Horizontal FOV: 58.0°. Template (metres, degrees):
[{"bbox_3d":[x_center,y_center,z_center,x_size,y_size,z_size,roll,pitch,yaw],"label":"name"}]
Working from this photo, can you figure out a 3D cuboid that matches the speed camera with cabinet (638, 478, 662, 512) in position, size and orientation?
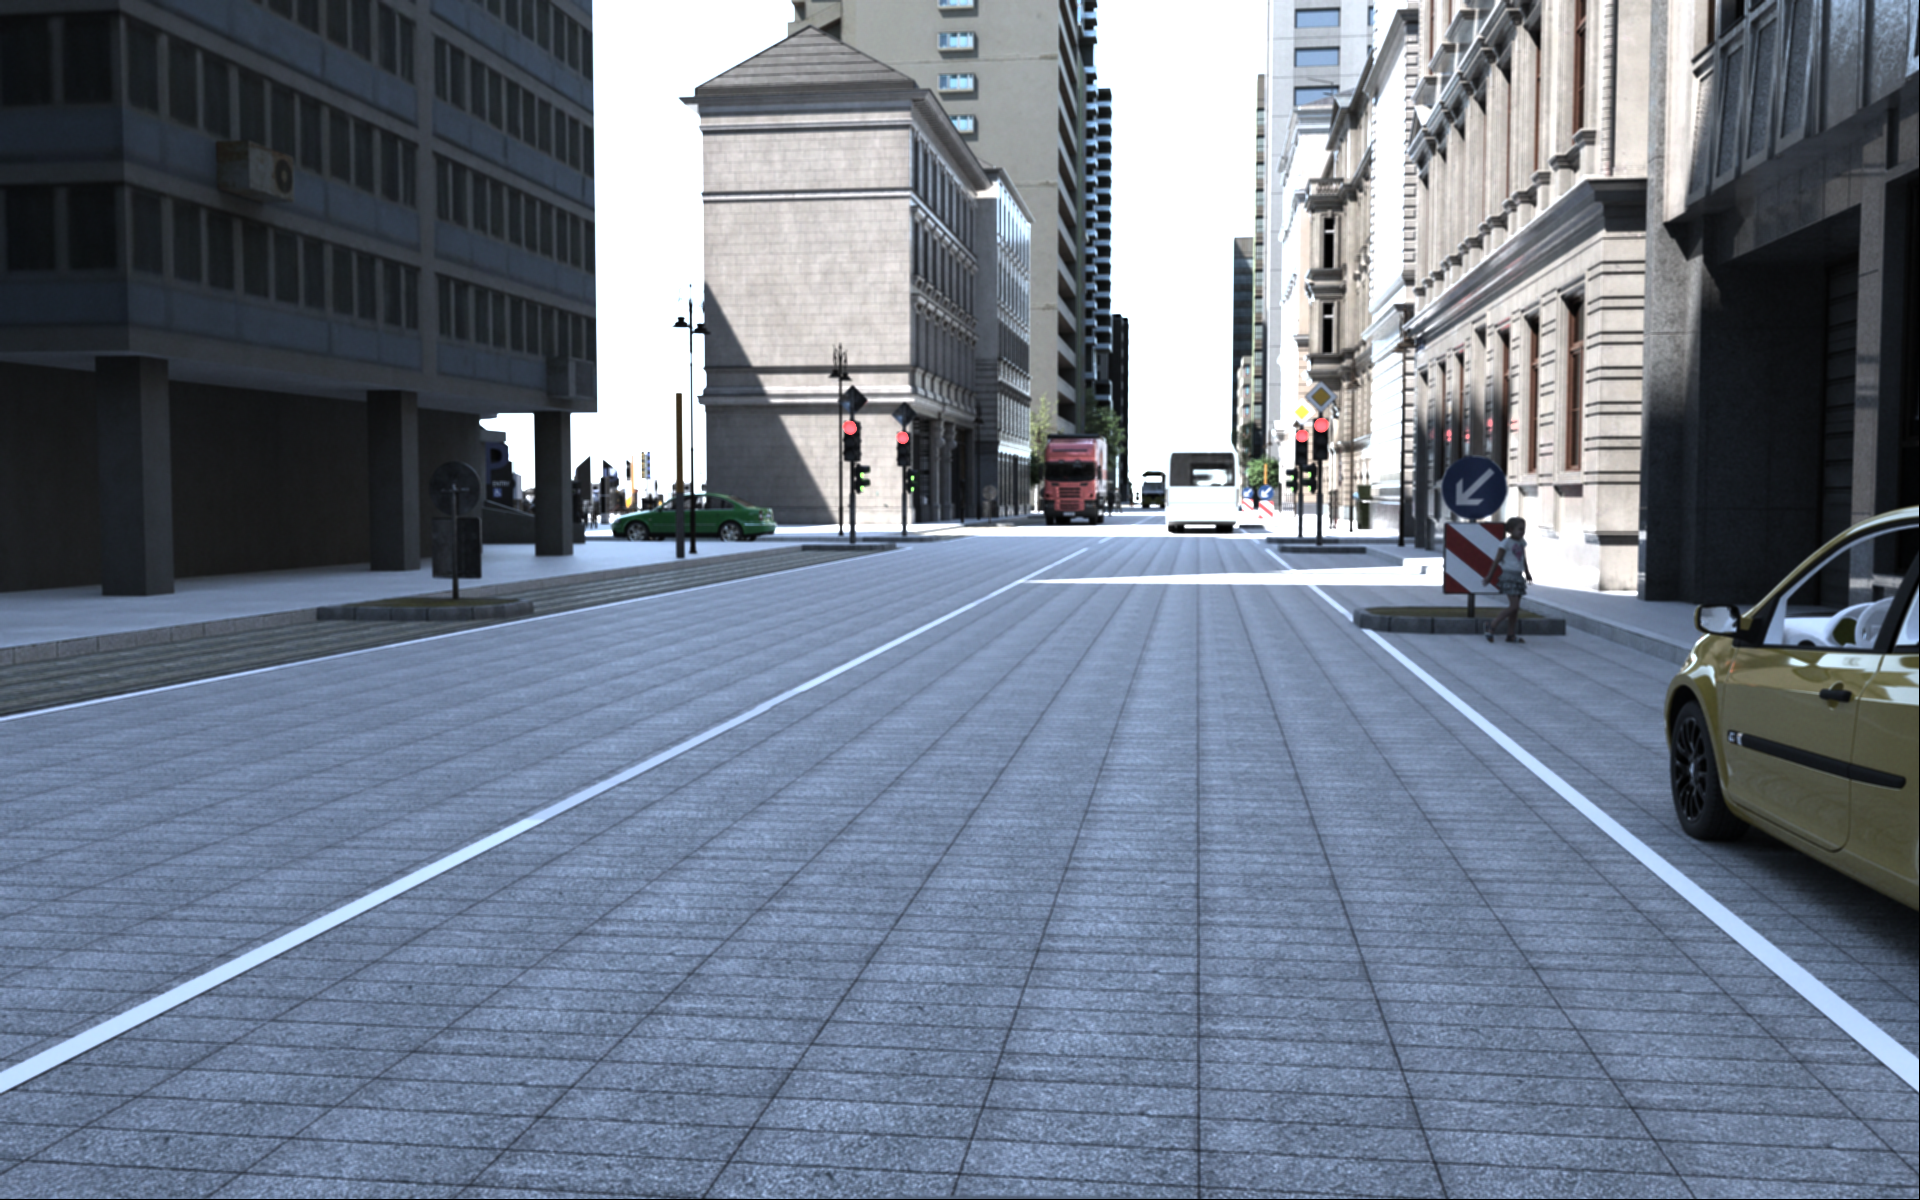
[{"bbox_3d":[-17.301,-6.226,96.131,0.660,3.252,2.038,0,4,7],"label":"speed camera with cabinet"}]

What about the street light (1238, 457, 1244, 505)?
[{"bbox_3d":[32.580,-13.921,200.390,0.468,5.910,1.993,0,4,8],"label":"street light"}]

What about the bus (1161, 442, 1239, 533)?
[{"bbox_3d":[9.332,-4.454,67.680,2.948,3.499,13.247,0,4,7],"label":"bus"}]

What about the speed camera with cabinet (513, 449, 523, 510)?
[{"bbox_3d":[-20.404,-5.029,76.564,2.038,3.252,0.660,1,4,13],"label":"speed camera with cabinet"}]

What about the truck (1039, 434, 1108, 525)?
[{"bbox_3d":[5.589,-5.765,83.177,2.839,4.237,11.283,0,4,7],"label":"truck"}]

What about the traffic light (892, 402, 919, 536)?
[{"bbox_3d":[-1.673,-3.895,52.601,0.839,4.253,0.868,0,4,8],"label":"traffic light"}]

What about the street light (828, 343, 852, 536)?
[{"bbox_3d":[-3.660,-4.913,53.119,0.468,5.910,1.993,0,4,8],"label":"street light"}]

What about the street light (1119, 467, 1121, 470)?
[{"bbox_3d":[22.643,-16.658,245.150,0.468,5.910,1.993,0,4,8],"label":"street light"}]

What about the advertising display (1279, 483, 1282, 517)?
[{"bbox_3d":[18.002,-5.634,97.333,0.123,1.923,0.974,1,4,12],"label":"advertising display"}]

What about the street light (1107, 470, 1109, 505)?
[{"bbox_3d":[18.152,-14.631,212.011,0.468,5.910,1.993,0,4,8],"label":"street light"}]

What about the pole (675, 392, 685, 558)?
[{"bbox_3d":[-5.630,-2.503,34.771,0.158,3.312,0.155,0,3,0],"label":"pole"}]

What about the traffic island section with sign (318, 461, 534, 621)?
[{"bbox_3d":[-6.146,-0.717,20.357,1.989,1.847,2.006,0,4,8],"label":"traffic island section with sign"}]

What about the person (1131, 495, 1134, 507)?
[{"bbox_3d":[19.963,-11.649,199.749,0.721,1.735,1.217,0,4,-4],"label":"person"}]

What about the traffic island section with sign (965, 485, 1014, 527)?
[{"bbox_3d":[1.302,-4.042,74.719,1.989,1.847,2.006,0,4,8],"label":"traffic island section with sign"}]

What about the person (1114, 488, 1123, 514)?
[{"bbox_3d":[11.392,-7.154,124.837,0.648,1.900,0.474,2,4,27],"label":"person"}]

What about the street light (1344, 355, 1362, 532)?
[{"bbox_3d":[13.103,-5.202,57.848,0.468,5.910,1.993,0,4,8],"label":"street light"}]

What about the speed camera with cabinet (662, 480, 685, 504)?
[{"bbox_3d":[-19.054,-7.295,113.611,2.038,3.252,0.660,2,4,25],"label":"speed camera with cabinet"}]

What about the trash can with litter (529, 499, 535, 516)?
[{"bbox_3d":[-14.250,-2.926,59.235,0.624,1.170,1.055,1,4,11],"label":"trash can with litter"}]

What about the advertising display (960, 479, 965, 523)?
[{"bbox_3d":[0.101,-4.366,76.597,0.123,1.923,0.974,0,4,-5],"label":"advertising display"}]

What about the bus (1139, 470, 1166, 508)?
[{"bbox_3d":[20.158,-11.496,179.503,2.896,3.916,12.252,0,4,8],"label":"bus"}]

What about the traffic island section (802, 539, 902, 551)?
[{"bbox_3d":[-2.797,-1.379,44.830,2.009,0.180,2.903,0,4,8],"label":"traffic island section"}]

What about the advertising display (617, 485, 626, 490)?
[{"bbox_3d":[-24.465,-7.393,126.085,0.974,1.923,0.123,0,4,5],"label":"advertising display"}]

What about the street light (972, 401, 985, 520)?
[{"bbox_3d":[0.934,-6.939,86.245,0.468,5.910,1.993,0,4,8],"label":"street light"}]

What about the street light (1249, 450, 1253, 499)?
[{"bbox_3d":[27.930,-11.842,166.401,0.468,5.910,1.993,0,4,8],"label":"street light"}]

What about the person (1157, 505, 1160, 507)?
[{"bbox_3d":[22.618,-11.495,197.153,1.217,1.736,0.721,0,4,-8],"label":"person"}]

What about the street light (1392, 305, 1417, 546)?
[{"bbox_3d":[10.856,-4.259,42.422,0.468,5.910,1.993,0,4,8],"label":"street light"}]

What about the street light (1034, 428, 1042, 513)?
[{"bbox_3d":[5.434,-8.973,119.497,0.468,5.910,1.993,0,4,8],"label":"street light"}]

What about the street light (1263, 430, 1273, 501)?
[{"bbox_3d":[22.279,-9.300,124.837,0.468,5.910,1.993,0,4,8],"label":"street light"}]

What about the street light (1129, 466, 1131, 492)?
[{"bbox_3d":[27.292,-18.710,278.691,0.468,5.910,1.993,0,4,8],"label":"street light"}]

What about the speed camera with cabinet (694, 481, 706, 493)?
[{"bbox_3d":[-17.861,-7.637,119.207,2.038,3.252,0.660,3,5,43],"label":"speed camera with cabinet"}]

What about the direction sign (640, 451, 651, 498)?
[{"bbox_3d":[-16.455,-6.041,90.770,0.876,3.537,0.379,3,5,44],"label":"direction sign"}]

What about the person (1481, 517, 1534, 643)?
[{"bbox_3d":[5.331,-0.199,16.772,0.505,1.210,0.382,-3,4,-38],"label":"person"}]

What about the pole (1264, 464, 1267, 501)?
[{"bbox_3d":[20.553,-7.506,116.563,0.158,3.312,0.155,0,3,0],"label":"pole"}]

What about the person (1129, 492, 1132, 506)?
[{"bbox_3d":[20.659,-12.182,208.397,0.721,1.735,1.217,-2,4,-26],"label":"person"}]

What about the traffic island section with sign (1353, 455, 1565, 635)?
[{"bbox_3d":[5.295,-0.612,18.636,1.989,1.847,2.006,0,4,8],"label":"traffic island section with sign"}]

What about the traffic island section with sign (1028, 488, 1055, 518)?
[{"bbox_3d":[5.061,-5.720,102.141,1.989,1.847,2.006,0,4,8],"label":"traffic island section with sign"}]

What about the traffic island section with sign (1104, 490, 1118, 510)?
[{"bbox_3d":[15.527,-10.379,178.322,1.989,1.847,2.006,0,4,8],"label":"traffic island section with sign"}]

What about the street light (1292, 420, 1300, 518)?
[{"bbox_3d":[17.632,-7.231,91.013,0.468,5.910,1.993,0,4,8],"label":"street light"}]

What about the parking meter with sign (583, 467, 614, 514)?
[{"bbox_3d":[-23.652,-7.130,112.835,1.738,3.016,0.543,0,4,2],"label":"parking meter with sign"}]

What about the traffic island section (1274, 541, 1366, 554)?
[{"bbox_3d":[8.983,-1.280,43.214,2.009,0.180,2.903,0,4,8],"label":"traffic island section"}]

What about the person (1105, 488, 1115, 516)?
[{"bbox_3d":[9.800,-6.394,112.817,0.659,1.850,0.755,1,4,12],"label":"person"}]

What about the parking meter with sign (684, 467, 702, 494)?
[{"bbox_3d":[-17.444,-7.029,111.191,1.738,3.016,0.543,0,4,1],"label":"parking meter with sign"}]

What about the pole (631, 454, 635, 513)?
[{"bbox_3d":[-16.737,-5.796,88.600,0.158,3.312,0.155,0,3,0],"label":"pole"}]

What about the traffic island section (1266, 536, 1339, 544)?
[{"bbox_3d":[10.069,-1.764,51.125,2.009,0.180,2.903,0,4,8],"label":"traffic island section"}]

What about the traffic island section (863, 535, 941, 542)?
[{"bbox_3d":[-1.711,-1.863,52.741,2.009,0.180,2.903,0,4,8],"label":"traffic island section"}]

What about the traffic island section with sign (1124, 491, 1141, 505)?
[{"bbox_3d":[23.087,-13.746,233.368,1.989,1.847,2.006,0,4,8],"label":"traffic island section with sign"}]

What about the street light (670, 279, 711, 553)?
[{"bbox_3d":[-5.799,-3.954,37.444,0.468,5.910,1.993,0,4,8],"label":"street light"}]

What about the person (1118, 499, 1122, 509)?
[{"bbox_3d":[15.466,-9.566,168.169,0.557,1.426,1.065,3,4,36],"label":"person"}]

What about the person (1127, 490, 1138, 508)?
[{"bbox_3d":[17.939,-10.529,180.654,1.348,1.824,0.705,2,4,34],"label":"person"}]

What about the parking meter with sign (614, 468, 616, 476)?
[{"bbox_3d":[-23.883,-7.339,116.247,1.738,3.016,0.543,2,4,33],"label":"parking meter with sign"}]

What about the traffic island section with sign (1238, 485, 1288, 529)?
[{"bbox_3d":[12.712,-3.921,72.738,1.989,1.847,2.006,0,4,8],"label":"traffic island section with sign"}]

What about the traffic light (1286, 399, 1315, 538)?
[{"bbox_3d":[10.031,-3.798,51.017,0.839,4.253,0.868,0,4,8],"label":"traffic light"}]
